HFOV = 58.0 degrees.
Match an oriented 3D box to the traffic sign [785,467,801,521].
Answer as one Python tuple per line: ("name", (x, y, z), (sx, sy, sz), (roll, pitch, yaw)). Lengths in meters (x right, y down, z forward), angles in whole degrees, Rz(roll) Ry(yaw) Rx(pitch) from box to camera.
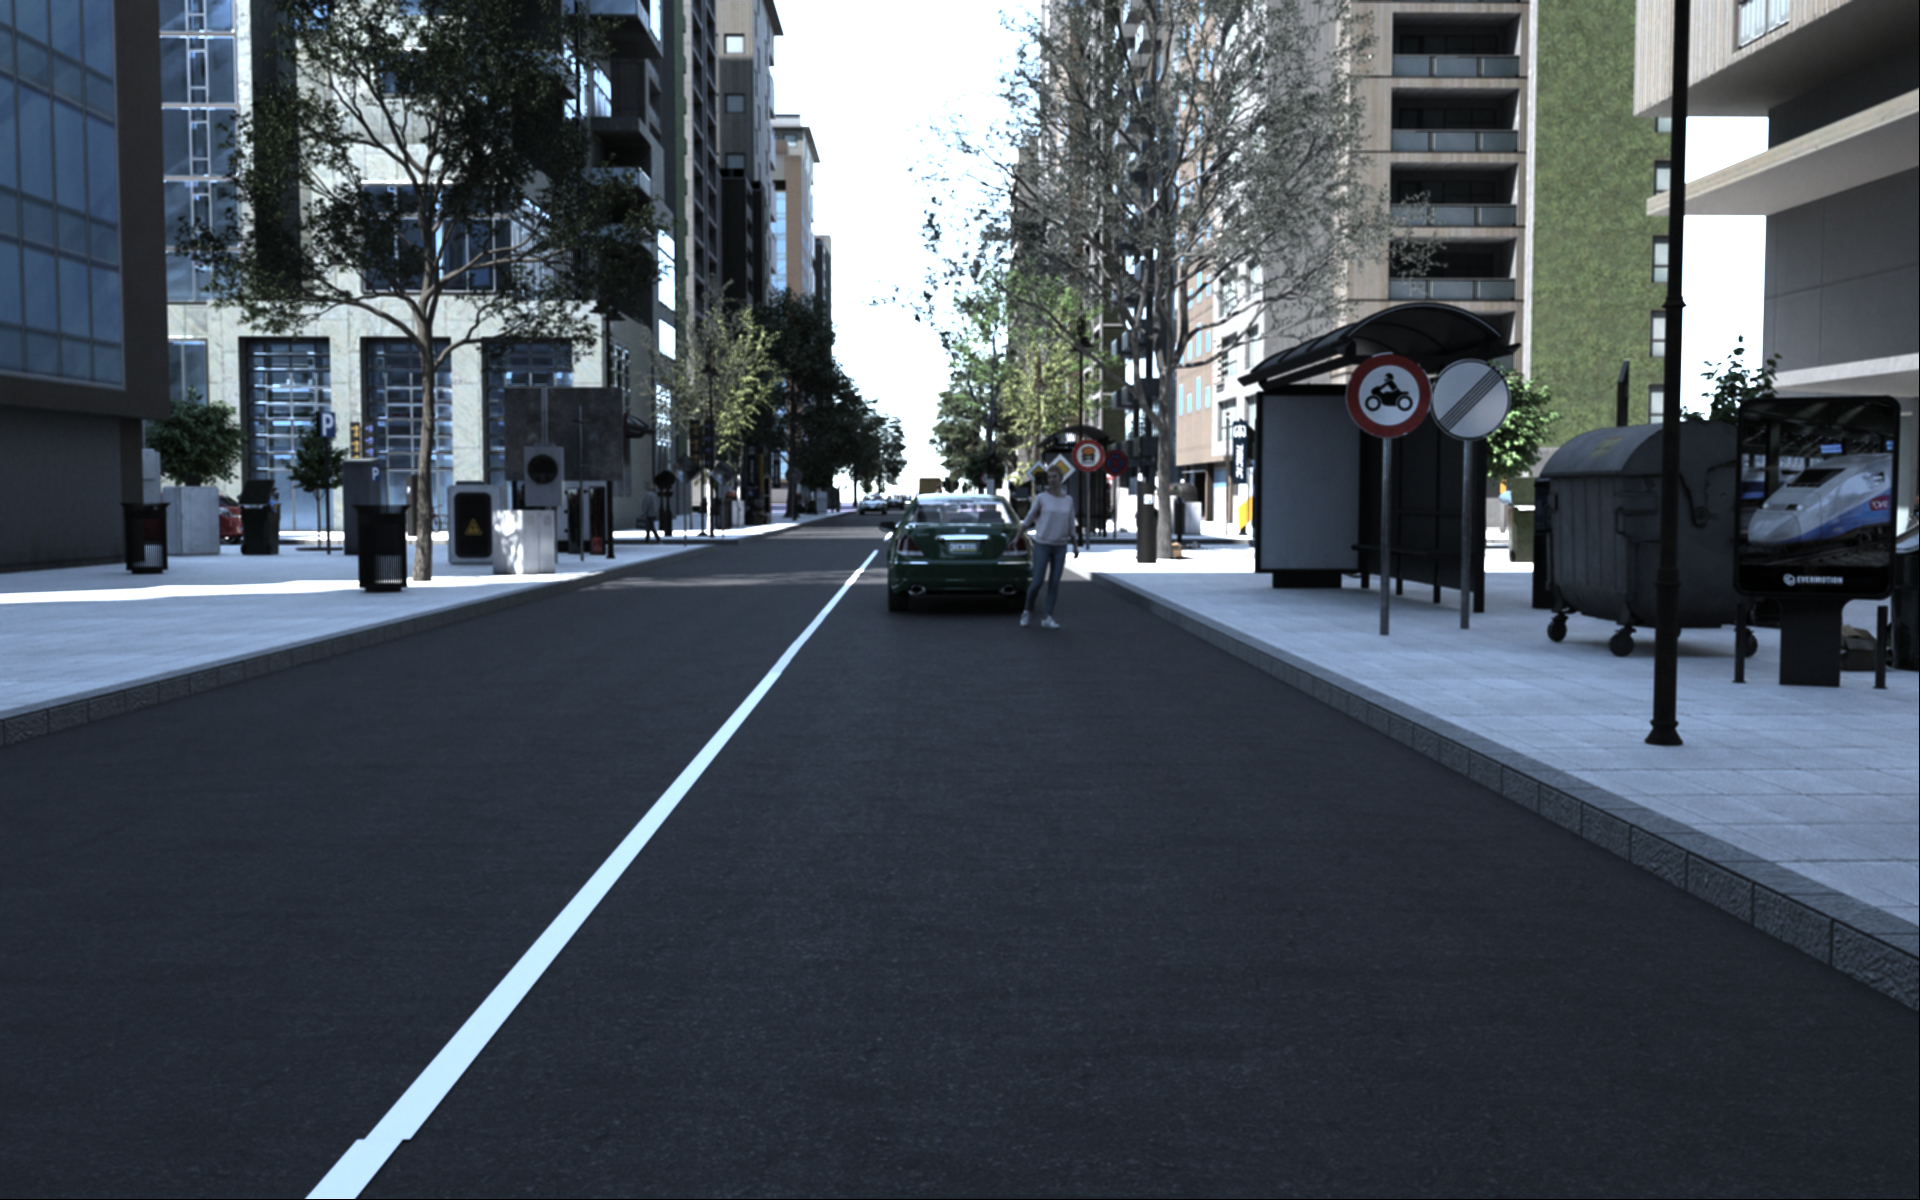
("traffic sign", (-7.932, -5.028, 82.309), (0.768, 2.556, 0.104), (0, 4, 5))

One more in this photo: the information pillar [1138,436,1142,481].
("information pillar", (7.239, -4.789, 69.656), (0.183, 3.616, 0.504), (0, 4, -4))

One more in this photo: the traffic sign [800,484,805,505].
("traffic sign", (-10.384, -7.070, 115.695), (0.768, 2.556, 0.104), (0, 4, 7))

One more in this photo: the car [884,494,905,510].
("car", (-6.102, -9.251, 161.040), (2.009, 1.686, 4.222), (0, 4, 1))

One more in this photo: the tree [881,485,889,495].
("tree", (-12.434, -17.637, 282.969), (1.663, 3.219, 1.824), (0, 3, 0))

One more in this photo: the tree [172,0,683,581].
("tree", (-7.608, -5.560, 25.316), (7.601, 10.594, 8.767), (-2, 4, -28))

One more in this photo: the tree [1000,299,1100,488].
("tree", (3.279, -7.078, 66.091), (4.737, 8.622, 4.395), (0, 3, 0))

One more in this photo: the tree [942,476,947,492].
("tree", (-1.389, -17.220, 265.266), (4.285, 4.588, 4.351), (0, 3, 0))

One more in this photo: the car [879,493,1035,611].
("car", (-0.012, -0.666, 22.687), (2.131, 1.459, 4.920), (0, 4, -1))

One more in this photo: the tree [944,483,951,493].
("tree", (-1.612, -15.864, 253.973), (1.663, 3.219, 1.824), (0, 3, 0))

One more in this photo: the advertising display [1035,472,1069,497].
("advertising display", (2.667, -2.763, 50.386), (0.974, 1.923, 0.123), (0, 4, -2))

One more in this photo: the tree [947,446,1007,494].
("tree", (1.660, -8.169, 117.275), (4.285, 4.588, 4.351), (0, 3, 0))

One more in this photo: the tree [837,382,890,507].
("tree", (-10.843, -15.759, 175.782), (7.486, 12.596, 7.792), (0, 3, 0))

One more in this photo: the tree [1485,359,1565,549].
("tree", (12.465, -3.492, 40.813), (4.285, 4.588, 4.351), (0, 3, 0))

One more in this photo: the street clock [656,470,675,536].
("street clock", (-8.878, -2.941, 52.654), (0.471, 2.002, 0.358), (3, 5, 43))

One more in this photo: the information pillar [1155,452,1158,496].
("information pillar", (9.604, -5.599, 82.900), (0.504, 3.616, 0.183), (1, 4, 18))

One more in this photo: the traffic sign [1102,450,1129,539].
("traffic sign", (4.462, -3.042, 49.847), (0.768, 2.556, 0.104), (0, 4, 5))

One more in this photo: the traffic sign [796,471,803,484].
("traffic sign", (-8.267, -5.313, 86.967), (0.768, 2.556, 0.104), (0, 4, 1))

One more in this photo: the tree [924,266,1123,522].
("tree", (3.143, -9.218, 76.469), (9.928, 11.665, 9.643), (0, 3, 0))

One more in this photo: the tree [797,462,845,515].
("tree", (-8.836, -7.538, 106.957), (4.285, 4.588, 4.351), (0, 3, 0))

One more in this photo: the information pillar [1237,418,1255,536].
("information pillar", (8.819, -3.791, 53.344), (0.504, 3.616, 0.183), (0, 4, -3))

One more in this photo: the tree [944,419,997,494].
("tree", (1.229, -13.921, 177.977), (4.360, 8.622, 3.978), (0, 3, 0))

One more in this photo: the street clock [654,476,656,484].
("street clock", (-10.460, -3.435, 60.733), (0.471, 2.002, 0.358), (-1, 4, -19))

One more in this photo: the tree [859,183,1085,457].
("tree", (0.586, -15.342, 106.738), (12.611, 20.169, 13.585), (0, 3, 0))

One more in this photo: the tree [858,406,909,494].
("tree", (-11.633, -21.059, 250.968), (9.857, 13.997, 8.962), (0, 3, 0))

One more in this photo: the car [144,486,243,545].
("car", (-21.286, -2.269, 46.131), (4.494, 1.783, 2.155), (0, 4, -1))

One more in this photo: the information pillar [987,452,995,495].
("information pillar", (1.705, -6.309, 94.499), (0.504, 3.616, 0.183), (0, 4, -4))

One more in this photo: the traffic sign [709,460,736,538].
("traffic sign", (-6.898, -2.861, 50.412), (0.795, 2.450, 0.064), (0, 4, -1))

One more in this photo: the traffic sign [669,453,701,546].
("traffic sign", (-6.731, -2.372, 42.429), (0.795, 2.450, 0.064), (0, 4, -1))

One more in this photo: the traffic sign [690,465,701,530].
("traffic sign", (-9.604, -3.773, 61.801), (0.768, 2.556, 0.104), (0, 4, 4))

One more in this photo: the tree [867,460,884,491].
("tree", (-11.553, -16.172, 214.774), (4.360, 8.622, 3.978), (0, 3, 0))

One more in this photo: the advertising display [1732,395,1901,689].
("advertising display", (5.693, -0.388, 11.554), (0.974, 1.923, 0.123), (2, 4, 25))

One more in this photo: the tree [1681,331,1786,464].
("tree", (9.353, -1.591, 20.617), (1.663, 3.219, 1.824), (0, 3, 0))

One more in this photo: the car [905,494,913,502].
("car", (-8.714, -16.606, 283.311), (2.131, 1.459, 4.920), (0, 4, -2))

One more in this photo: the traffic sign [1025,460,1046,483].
("traffic sign", (2.295, -2.871, 50.583), (0.795, 2.450, 0.064), (0, 4, -1))

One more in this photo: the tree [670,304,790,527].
("tree", (-8.743, -7.103, 66.493), (4.737, 8.622, 4.395), (0, 3, 0))

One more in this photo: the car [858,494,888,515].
("car", (-6.084, -6.702, 121.378), (2.131, 1.459, 4.920), (0, 4, -1))

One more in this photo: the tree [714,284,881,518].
("tree", (-9.135, -10.870, 94.729), (9.611, 12.733, 9.660), (0, 3, 0))

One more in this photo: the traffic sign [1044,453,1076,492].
("traffic sign", (2.461, -2.383, 42.599), (0.795, 2.450, 0.064), (0, 4, -1))

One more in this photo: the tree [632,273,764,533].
("tree", (-8.489, -6.515, 56.877), (4.360, 8.622, 3.978), (0, 3, 0))

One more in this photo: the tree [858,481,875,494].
("tree", (-11.458, -13.699, 218.571), (1.663, 3.219, 1.824), (0, 3, 0))

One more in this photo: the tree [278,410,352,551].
("tree", (-14.777, -2.749, 39.540), (1.663, 3.219, 1.824), (0, 3, 0))

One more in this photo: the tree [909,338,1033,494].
("tree", (1.618, -14.457, 143.035), (9.857, 13.997, 8.962), (0, 3, 0))

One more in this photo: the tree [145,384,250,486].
("tree", (-22.937, -4.160, 51.734), (4.285, 4.588, 4.351), (0, 3, 0))

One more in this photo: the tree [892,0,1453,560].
("tree", (3.898, -7.535, 33.564), (12.009, 13.543, 11.850), (0, 3, 0))

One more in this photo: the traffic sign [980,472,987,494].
("traffic sign", (1.522, -6.028, 98.662), (0.768, 2.556, 0.104), (0, 4, 4))

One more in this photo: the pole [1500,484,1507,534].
("pole", (17.545, -3.794, 55.883), (0.158, 3.312, 0.155), (0, 3, 0))

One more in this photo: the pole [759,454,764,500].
("pole", (-10.015, -5.724, 87.435), (0.158, 3.312, 0.155), (0, 3, 0))

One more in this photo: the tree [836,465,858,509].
("tree", (-11.204, -14.259, 183.488), (4.737, 8.622, 4.395), (0, 3, 0))

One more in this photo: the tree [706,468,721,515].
("tree", (-14.340, -6.708, 104.283), (1.663, 3.219, 1.824), (0, 3, 0))

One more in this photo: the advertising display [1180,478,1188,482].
("advertising display", (8.965, -3.928, 69.443), (0.123, 1.923, 0.974), (0, 4, -3))

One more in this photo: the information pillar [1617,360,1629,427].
("information pillar", (11.496, -2.370, 30.102), (0.183, 3.616, 0.504), (2, 4, 33))

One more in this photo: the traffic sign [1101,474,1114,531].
("traffic sign", (4.936, -3.695, 60.420), (0.884, 2.594, 0.081), (0, 4, 3))

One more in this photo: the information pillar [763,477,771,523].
("information pillar", (-8.504, -4.403, 76.474), (0.304, 2.012, 0.304), (0, 4, 5))

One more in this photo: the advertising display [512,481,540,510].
("advertising display", (-10.470, -2.241, 41.858), (0.123, 1.923, 0.974), (1, 4, 23))

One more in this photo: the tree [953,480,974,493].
("tree", (0.585, -12.450, 198.159), (1.663, 3.219, 1.824), (0, 3, 0))
